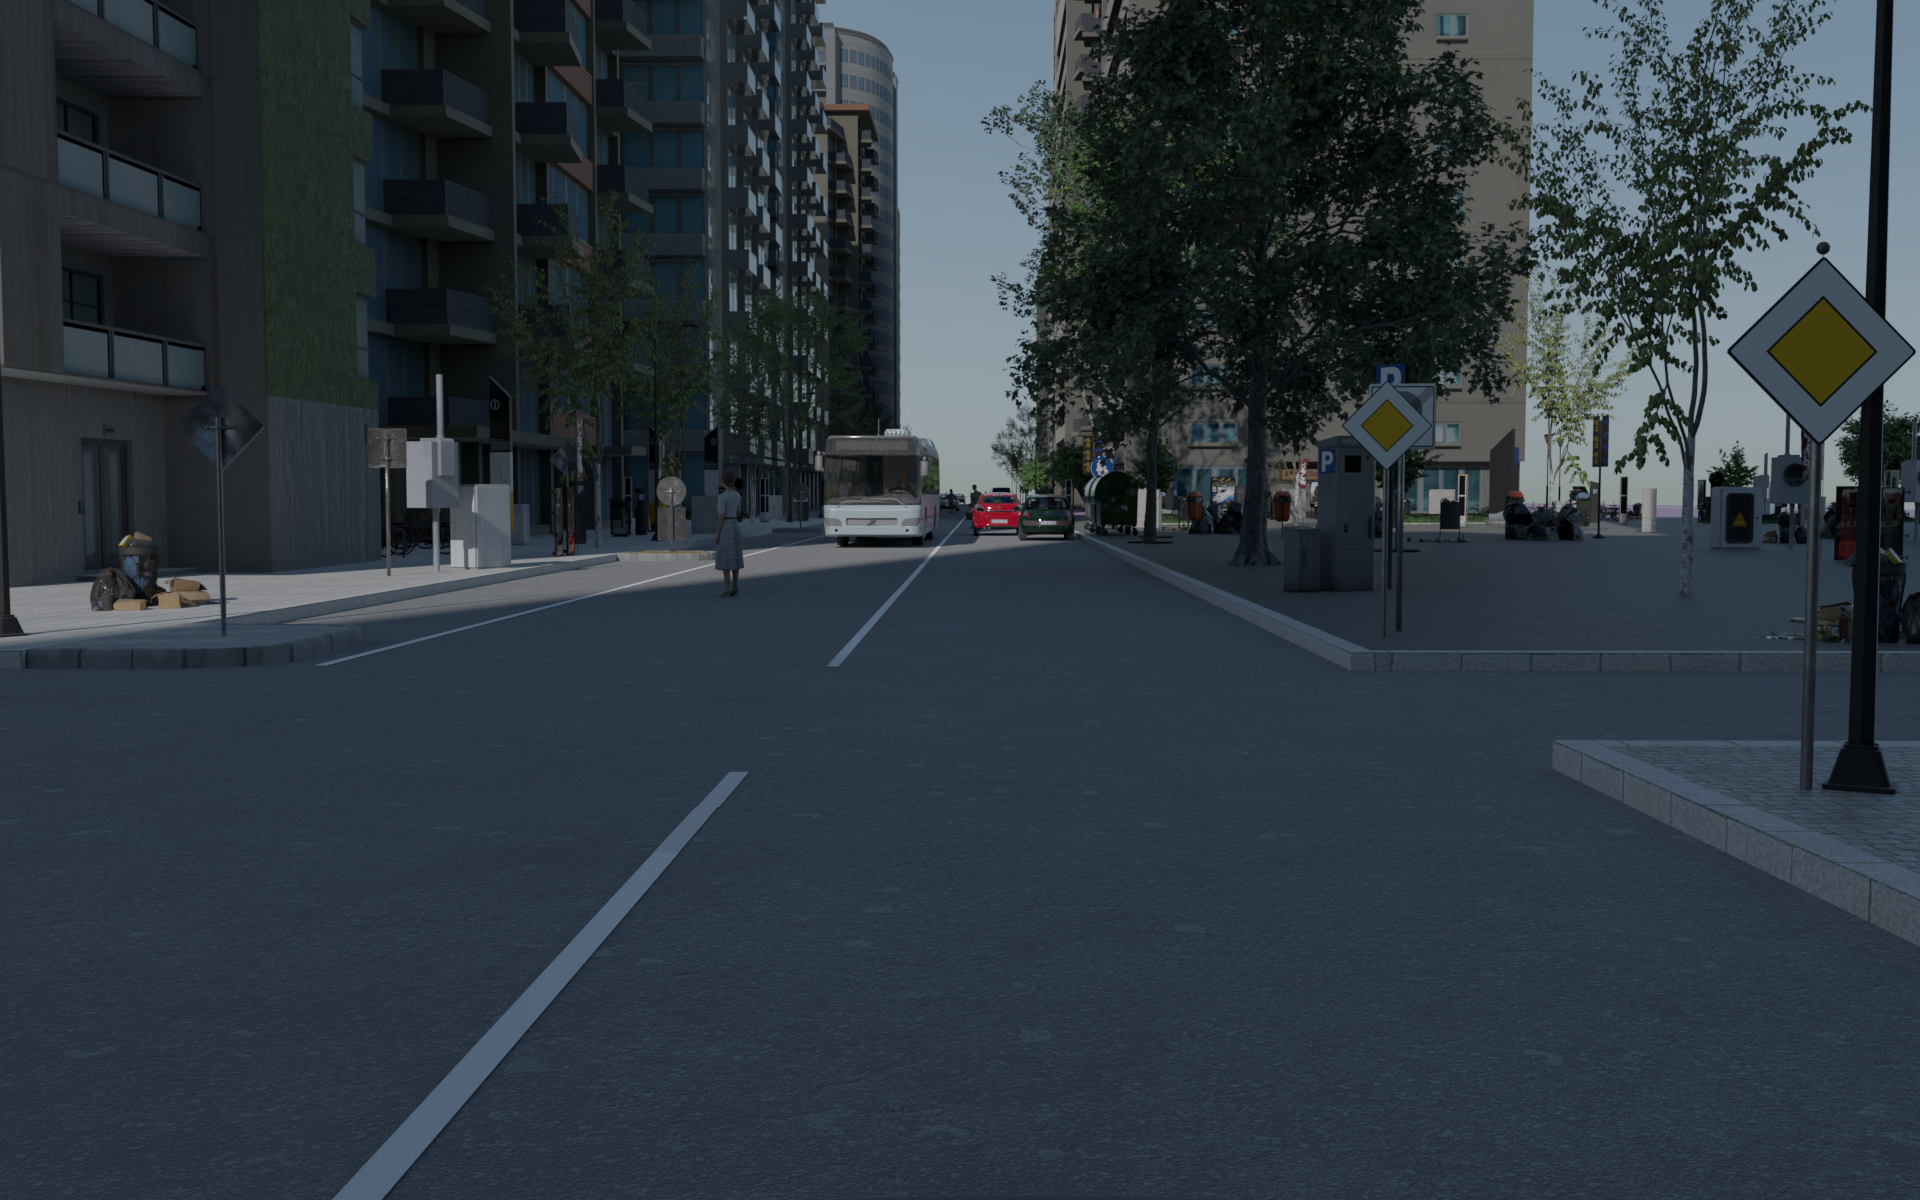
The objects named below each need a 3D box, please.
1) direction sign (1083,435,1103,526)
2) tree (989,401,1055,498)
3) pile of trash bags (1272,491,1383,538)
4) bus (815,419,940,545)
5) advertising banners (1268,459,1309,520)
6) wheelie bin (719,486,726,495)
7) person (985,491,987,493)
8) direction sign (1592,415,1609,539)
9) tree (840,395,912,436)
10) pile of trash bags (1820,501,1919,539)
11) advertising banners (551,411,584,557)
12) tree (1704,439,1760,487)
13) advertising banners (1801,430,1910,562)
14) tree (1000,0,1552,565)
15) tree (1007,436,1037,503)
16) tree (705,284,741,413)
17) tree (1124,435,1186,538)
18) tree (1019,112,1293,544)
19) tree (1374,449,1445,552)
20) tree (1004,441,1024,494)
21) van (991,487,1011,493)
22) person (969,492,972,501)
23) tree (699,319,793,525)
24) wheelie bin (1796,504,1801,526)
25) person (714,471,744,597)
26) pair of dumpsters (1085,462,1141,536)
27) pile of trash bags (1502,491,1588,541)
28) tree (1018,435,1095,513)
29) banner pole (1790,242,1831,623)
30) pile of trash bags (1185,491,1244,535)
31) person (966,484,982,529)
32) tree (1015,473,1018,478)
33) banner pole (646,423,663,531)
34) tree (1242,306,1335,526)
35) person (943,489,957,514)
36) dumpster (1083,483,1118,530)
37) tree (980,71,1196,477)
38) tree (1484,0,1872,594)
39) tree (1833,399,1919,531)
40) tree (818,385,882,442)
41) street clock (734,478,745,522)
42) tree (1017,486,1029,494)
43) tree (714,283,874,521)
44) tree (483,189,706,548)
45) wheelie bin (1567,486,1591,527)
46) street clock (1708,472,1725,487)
[{"bbox_3d":[5.116,-4.578,66.852,0.876,3.537,0.379,-2,4,-27],"label":"direction sign"},{"bbox_3d":[6.585,-14.651,173.951,8.767,10.594,7.601,2,4,27],"label":"tree"},{"bbox_3d":[11.051,-2.567,51.717,3.447,1.369,1.912,1,4,8],"label":"pile of trash bags"},{"bbox_3d":[-2.145,-3.439,51.079,2.948,3.499,13.247,0,4,2],"label":"bus"},{"bbox_3d":[16.300,-5.489,85.940,2.074,3.025,0.090,0,4,-8],"label":"advertising banners"},{"bbox_3d":[-9.867,-3.862,71.052,0.980,1.594,0.693,-2,4,-25],"label":"wheelie bin"},{"bbox_3d":[3.261,-13.061,222.055,0.705,1.823,1.348,1,4,11],"label":"person"},{"bbox_3d":[18.484,-3.549,50.031,0.379,3.537,0.876,0,4,-8],"label":"direction sign"},{"bbox_3d":[-7.588,-13.905,161.754,8.767,10.594,7.601,-1,4,-10],"label":"tree"},{"bbox_3d":[26.141,-2.408,49.115,1.912,1.369,3.447,-1,4,-23],"label":"pile of trash bags"},{"bbox_3d":[-8.129,-2.437,36.028,0.090,3.025,2.074,0,4,5],"label":"advertising banners"},{"bbox_3d":[27.593,-4.089,61.451,1.663,3.219,1.824,0,3,0],"label":"tree"},{"bbox_3d":[17.229,-2.281,33.476,0.090,3.025,2.074,-3,5,-44],"label":"advertising banners"},{"bbox_3d":[5.491,-6.986,31.222,9.611,12.733,9.660,0,3,0],"label":"tree"},{"bbox_3d":[7.229,-15.554,204.663,4.737,8.622,4.395,0,3,0],"label":"tree"},{"bbox_3d":[-8.872,-6.279,53.028,4.737,8.622,4.395,0,3,0],"label":"tree"},{"bbox_3d":[5.741,-3.441,50.864,1.663,3.219,1.824,0,3,0],"label":"tree"},{"bbox_3d":[5.043,-7.267,44.566,9.928,11.665,9.643,0,3,0],"label":"tree"},{"bbox_3d":[9.654,-2.689,38.570,1.663,3.219,1.824,0,3,0],"label":"tree"},{"bbox_3d":[7.763,-17.736,240.345,4.360,8.622,3.978,0,3,0],"label":"tree"},{"bbox_3d":[3.737,-9.523,160.085,2.240,2.365,5.245,0,4,-1],"label":"van"},{"bbox_3d":[1.312,-11.778,202.533,0.415,1.643,0.593,0,4,2],"label":"person"},{"bbox_3d":[-8.730,-7.454,72.239,4.360,8.622,3.978,0,3,0],"label":"tree"},{"bbox_3d":[34.263,-3.790,69.874,0.980,1.594,0.693,-1,4,-12],"label":"wheelie bin"},{"bbox_3d":[-3.283,-0.925,24.190,0.524,1.755,0.480,2,4,33],"label":"person"},{"bbox_3d":[4.882,-3.218,55.115,1.574,2.255,4.437,0,4,1],"label":"pair of dumpsters"},{"bbox_3d":[16.334,-2.414,49.215,1.912,1.369,3.447,0,4,-6],"label":"pile of trash bags"},{"bbox_3d":[6.302,-6.849,95.701,4.285,4.588,4.351,0,3,0],"label":"tree"},{"bbox_3d":[8.447,-1.655,17.082,0.401,3.779,0.863,2,4,29],"label":"banner pole"},{"bbox_3d":[8.149,-2.800,55.528,1.912,1.369,3.447,2,4,33],"label":"pile of trash bags"},{"bbox_3d":[0.690,-3.847,71.366,0.822,1.834,0.622,3,4,37],"label":"person"},{"bbox_3d":[6.538,-10.255,151.381,4.285,4.588,4.351,0,3,0],"label":"tree"},{"bbox_3d":[-10.775,-4.332,60.840,0.863,3.779,0.401,-3,5,-42],"label":"banner pole"},{"bbox_3d":[12.402,-6.939,63.813,4.360,8.622,3.978,0,3,0],"label":"tree"},{"bbox_3d":[-0.689,-7.279,127.508,1.348,1.824,0.705,-3,5,-45],"label":"person"},{"bbox_3d":[5.068,-3.426,61.768,1.264,1.857,1.865,0,4,1],"label":"dumpster"},{"bbox_3d":[7.126,-13.444,75.701,12.611,20.169,13.585,0,3,0],"label":"tree"},{"bbox_3d":[9.116,-4.388,22.106,4.737,8.622,4.395,0,3,0],"label":"tree"},{"bbox_3d":[31.887,-4.659,59.892,4.285,4.588,4.351,0,3,0],"label":"tree"},{"bbox_3d":[-7.250,-9.773,110.154,4.360,8.622,3.978,0,3,0],"label":"tree"},{"bbox_3d":[-9.994,-4.521,78.481,0.471,2.002,0.358,2,4,26],"label":"street clock"},{"bbox_3d":[8.205,-13.498,215.287,1.663,3.219,1.824,0,3,0],"label":"tree"},{"bbox_3d":[-8.187,-9.697,84.300,9.928,11.665,9.643,0,3,0],"label":"tree"},{"bbox_3d":[-8.885,-5.550,41.111,4.737,8.622,4.395,0,3,0],"label":"tree"},{"bbox_3d":[24.389,-3.689,68.225,0.693,1.594,0.980,-2,4,-29],"label":"wheelie bin"},{"bbox_3d":[24.355,-3.132,55.780,0.471,2.002,0.358,2,4,32],"label":"street clock"}]
